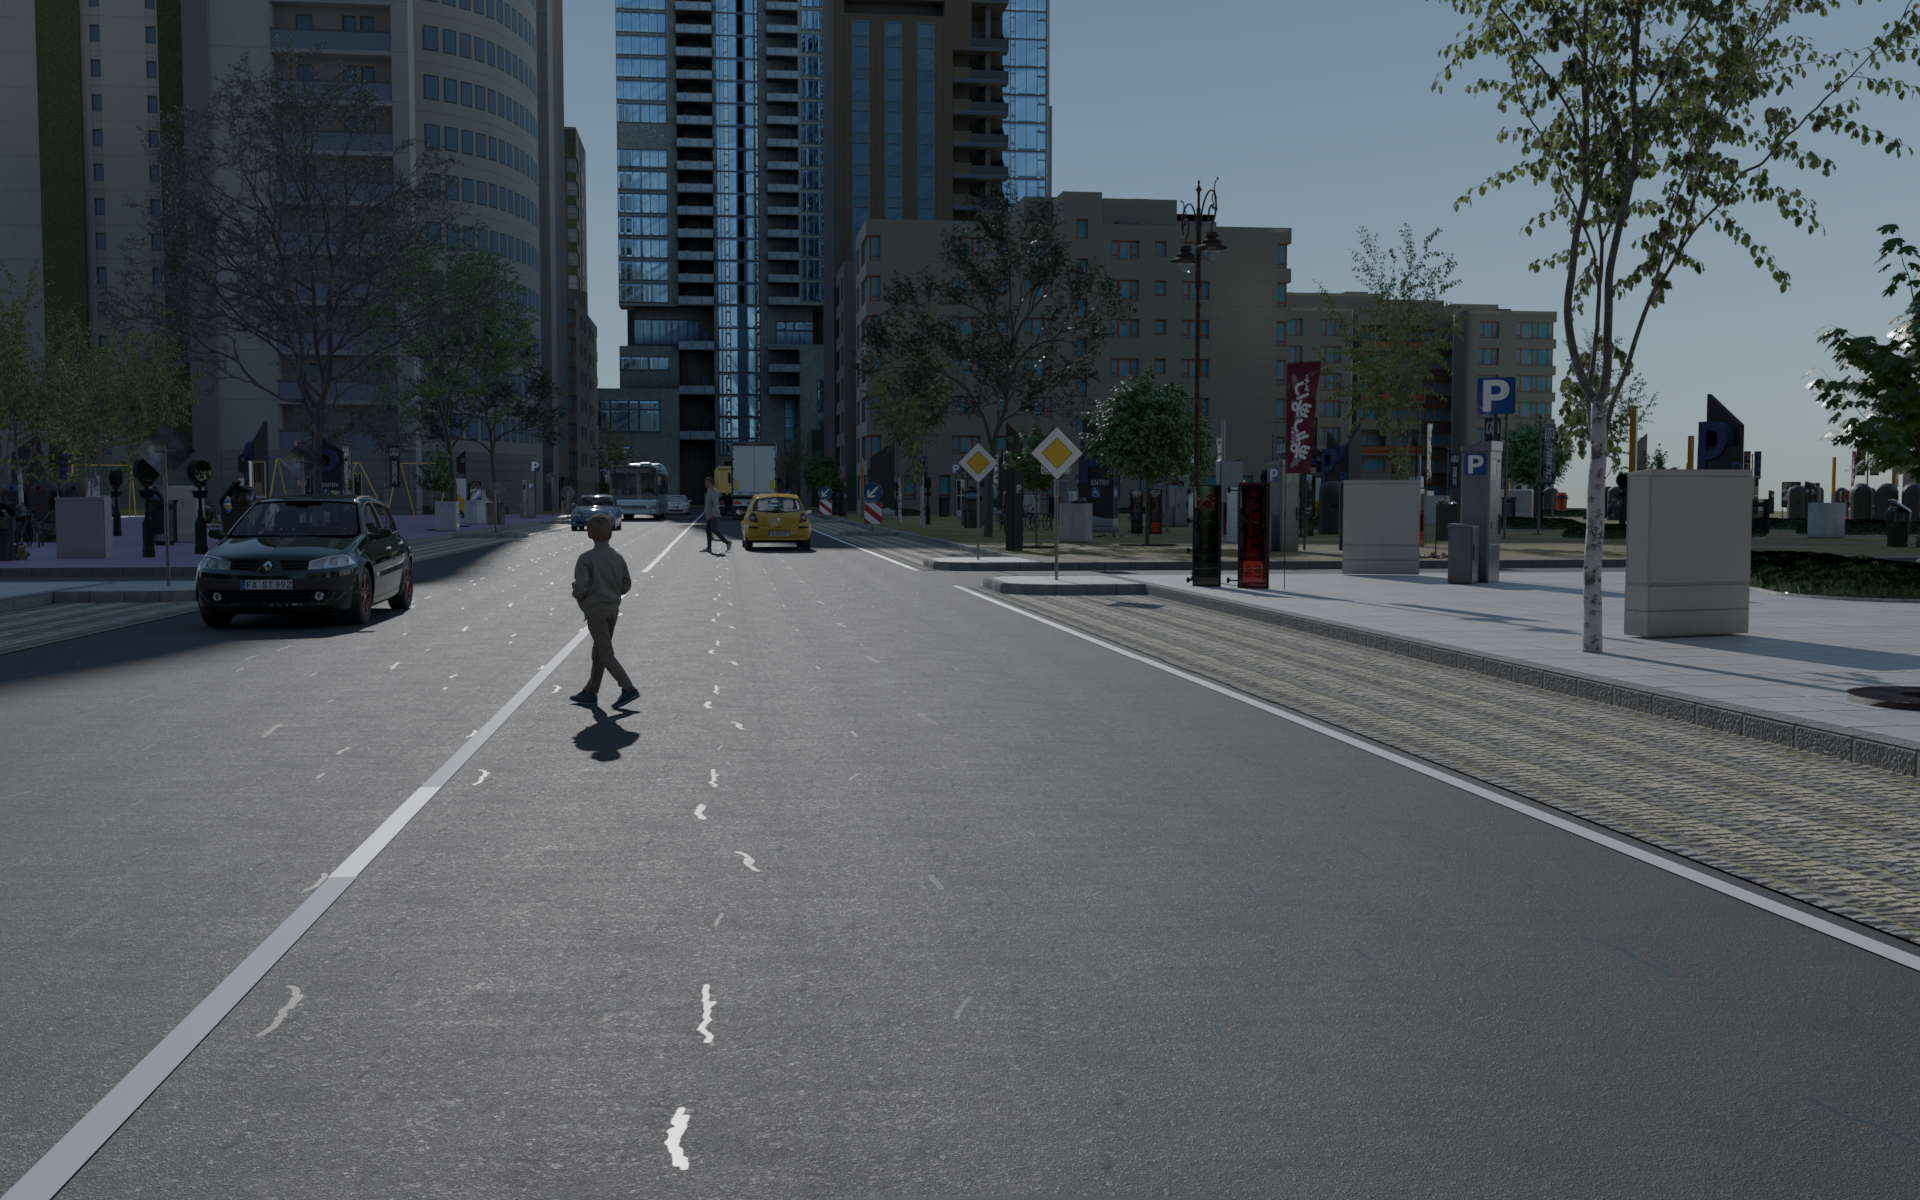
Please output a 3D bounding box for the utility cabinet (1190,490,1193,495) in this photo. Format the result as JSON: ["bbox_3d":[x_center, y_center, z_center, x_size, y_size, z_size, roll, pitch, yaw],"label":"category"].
[{"bbox_3d":[13.257,-5.715,102.112,1.173,1.500,0.318,3,5,42],"label":"utility cabinet"}]

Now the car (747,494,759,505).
[{"bbox_3d":[-8.802,-4.184,80.201,2.131,1.459,4.920,0,4,-7],"label":"car"}]

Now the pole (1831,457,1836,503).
[{"bbox_3d":[48.106,-6.210,95.375,0.158,3.312,0.155,0,3,0],"label":"pole"}]

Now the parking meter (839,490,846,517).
[{"bbox_3d":[-6.699,-5.526,98.757,0.372,1.533,0.369,0,3,0],"label":"parking meter"}]

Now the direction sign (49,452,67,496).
[{"bbox_3d":[-48.082,-6.139,92.375,0.876,3.537,0.379,-1,4,-11],"label":"direction sign"}]

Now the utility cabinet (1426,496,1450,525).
[{"bbox_3d":[19.807,-3.707,71.774,0.306,1.237,1.020,-2,4,-35],"label":"utility cabinet"}]

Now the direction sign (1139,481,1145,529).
[{"bbox_3d":[6.705,-4.427,64.373,0.876,3.537,0.379,3,5,45],"label":"direction sign"}]

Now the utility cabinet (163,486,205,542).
[{"bbox_3d":[-20.480,-2.265,45.712,1.173,1.500,0.318,2,4,26],"label":"utility cabinet"}]

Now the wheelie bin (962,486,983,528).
[{"bbox_3d":[0.462,-3.505,65.216,0.693,1.594,0.980,-1,4,-19],"label":"wheelie bin"}]

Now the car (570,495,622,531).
[{"bbox_3d":[-14.567,-3.517,69.507,2.014,1.417,4.499,0,4,-7],"label":"car"}]

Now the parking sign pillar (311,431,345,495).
[{"bbox_3d":[-27.024,-5.232,74.014,1.447,3.967,1.447,0,4,-3],"label":"parking sign pillar"}]

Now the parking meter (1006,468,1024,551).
[{"bbox_3d":[1.237,-2.048,39.201,0.255,1.863,0.399,3,5,40],"label":"parking meter"}]

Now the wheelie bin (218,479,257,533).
[{"bbox_3d":[-15.618,-1.808,37.476,0.693,1.594,0.980,-1,4,-12],"label":"wheelie bin"}]

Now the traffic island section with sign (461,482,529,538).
[{"bbox_3d":[-15.246,-2.951,56.883,1.989,1.847,2.006,0,4,-8],"label":"traffic island section with sign"}]

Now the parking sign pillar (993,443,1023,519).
[{"bbox_3d":[2.543,-6.118,88.508,1.447,3.967,1.447,-1,4,-17],"label":"parking sign pillar"}]

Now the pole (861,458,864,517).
[{"bbox_3d":[-5.516,-6.367,97.942,0.158,3.312,0.155,0,3,0],"label":"pole"}]

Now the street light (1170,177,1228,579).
[{"bbox_3d":[3.517,-3.235,25.677,0.468,5.910,1.993,0,4,-8],"label":"street light"}]

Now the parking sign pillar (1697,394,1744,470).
[{"bbox_3d":[20.175,-3.518,45.987,1.447,3.967,1.447,-1,4,-16],"label":"parking sign pillar"}]

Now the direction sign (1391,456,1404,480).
[{"bbox_3d":[25.792,-6.738,102.158,0.379,3.537,0.876,-3,4,-37],"label":"direction sign"}]

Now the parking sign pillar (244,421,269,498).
[{"bbox_3d":[-25.848,-4.597,63.627,1.447,3.967,1.447,0,4,-1],"label":"parking sign pillar"}]

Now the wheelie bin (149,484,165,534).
[{"bbox_3d":[-25.923,-2.941,55.987,0.693,1.594,0.980,0,4,-1],"label":"wheelie bin"}]

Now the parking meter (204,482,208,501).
[{"bbox_3d":[-37.718,-4.931,86.335,0.399,1.863,0.255,2,4,30],"label":"parking meter"}]

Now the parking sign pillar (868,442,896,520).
[{"bbox_3d":[-3.990,-6.079,87.856,1.447,3.967,1.447,-1,4,-21],"label":"parking sign pillar"}]

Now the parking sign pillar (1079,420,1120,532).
[{"bbox_3d":[4.683,-4.288,58.577,1.447,3.967,1.447,2,4,31],"label":"parking sign pillar"}]

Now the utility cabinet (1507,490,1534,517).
[{"bbox_3d":[27.501,-4.669,85.015,1.173,1.500,0.318,2,4,33],"label":"utility cabinet"}]

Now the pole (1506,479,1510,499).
[{"bbox_3d":[31.391,-6.442,99.165,0.158,3.312,0.155,0,3,0],"label":"pole"}]

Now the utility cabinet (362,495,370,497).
[{"bbox_3d":[-35.961,-5.689,104.177,1.020,1.237,0.306,2,4,26],"label":"utility cabinet"}]

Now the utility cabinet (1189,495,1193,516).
[{"bbox_3d":[13.258,-5.405,99.531,0.306,1.237,1.020,3,4,37],"label":"utility cabinet"}]

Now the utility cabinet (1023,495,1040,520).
[{"bbox_3d":[3.408,-4.537,85.345,1.020,1.237,0.306,0,4,-1],"label":"utility cabinet"}]

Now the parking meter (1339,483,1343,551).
[{"bbox_3d":[8.806,-1.892,39.350,0.372,1.533,0.369,0,3,0],"label":"parking meter"}]

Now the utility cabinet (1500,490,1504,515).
[{"bbox_3d":[27.003,-4.816,87.421,1.173,1.500,0.318,-1,4,-23],"label":"utility cabinet"}]

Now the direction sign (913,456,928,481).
[{"bbox_3d":[-2.350,-6.792,103.045,0.876,3.537,0.379,-1,4,-17],"label":"direction sign"}]

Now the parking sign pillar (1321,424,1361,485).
[{"bbox_3d":[14.815,-4.734,65.880,1.447,3.967,1.447,2,4,33],"label":"parking sign pillar"}]

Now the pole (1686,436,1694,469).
[{"bbox_3d":[25.520,-4.080,60.546,0.158,3.312,0.155,0,3,0],"label":"pole"}]

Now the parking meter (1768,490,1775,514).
[{"bbox_3d":[52.425,-6.330,111.913,0.372,1.533,0.369,0,3,0],"label":"parking meter"}]

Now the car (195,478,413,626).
[{"bbox_3d":[-7.552,-0.637,20.197,2.009,1.686,4.222,0,4,-8],"label":"car"}]

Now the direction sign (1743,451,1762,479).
[{"bbox_3d":[41.788,-6.080,91.403,0.876,3.537,0.379,0,4,8],"label":"direction sign"}]

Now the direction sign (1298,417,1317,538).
[{"bbox_3d":[10.063,-3.610,51.014,0.876,3.537,0.379,1,4,20],"label":"direction sign"}]

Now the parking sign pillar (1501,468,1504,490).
[{"bbox_3d":[30.223,-6.723,98.386,1.447,3.967,1.447,2,4,35],"label":"parking sign pillar"}]

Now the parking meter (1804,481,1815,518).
[{"bbox_3d":[39.038,-4.520,79.611,0.255,1.863,0.399,-2,4,-26],"label":"parking meter"}]

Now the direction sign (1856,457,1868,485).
[{"bbox_3d":[38.304,-4.962,73.124,0.876,3.537,0.379,3,4,38],"label":"direction sign"}]

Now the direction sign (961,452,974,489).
[{"bbox_3d":[0.408,-6.164,92.779,0.876,3.537,0.379,-3,5,-41],"label":"direction sign"}]

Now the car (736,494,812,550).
[{"bbox_3d":[-4.871,-2.165,45.618,2.015,1.641,3.980,-1,4,-9],"label":"car"}]

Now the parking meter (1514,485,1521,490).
[{"bbox_3d":[34.049,-6.121,105.781,0.399,1.863,0.255,0,4,2],"label":"parking meter"}]

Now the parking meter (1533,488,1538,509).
[{"bbox_3d":[33.444,-5.803,100.582,0.399,1.863,0.255,3,5,39],"label":"parking meter"}]

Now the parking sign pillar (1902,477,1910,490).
[{"bbox_3d":[52.810,-6.575,95.974,1.447,3.967,1.447,0,4,-2],"label":"parking sign pillar"}]

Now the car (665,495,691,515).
[{"bbox_3d":[-19.791,-6.636,120.866,2.083,1.381,4.827,0,4,-8],"label":"car"}]

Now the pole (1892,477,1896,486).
[{"bbox_3d":[37.812,-4.666,70.124,0.158,3.312,0.155,0,3,0],"label":"pole"}]

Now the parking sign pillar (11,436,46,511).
[{"bbox_3d":[-41.450,-5.420,77.083,1.447,3.967,1.447,0,4,2],"label":"parking sign pillar"}]

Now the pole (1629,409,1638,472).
[{"bbox_3d":[16.211,-2.930,41.746,0.158,3.312,0.155,0,3,0],"label":"pole"}]
